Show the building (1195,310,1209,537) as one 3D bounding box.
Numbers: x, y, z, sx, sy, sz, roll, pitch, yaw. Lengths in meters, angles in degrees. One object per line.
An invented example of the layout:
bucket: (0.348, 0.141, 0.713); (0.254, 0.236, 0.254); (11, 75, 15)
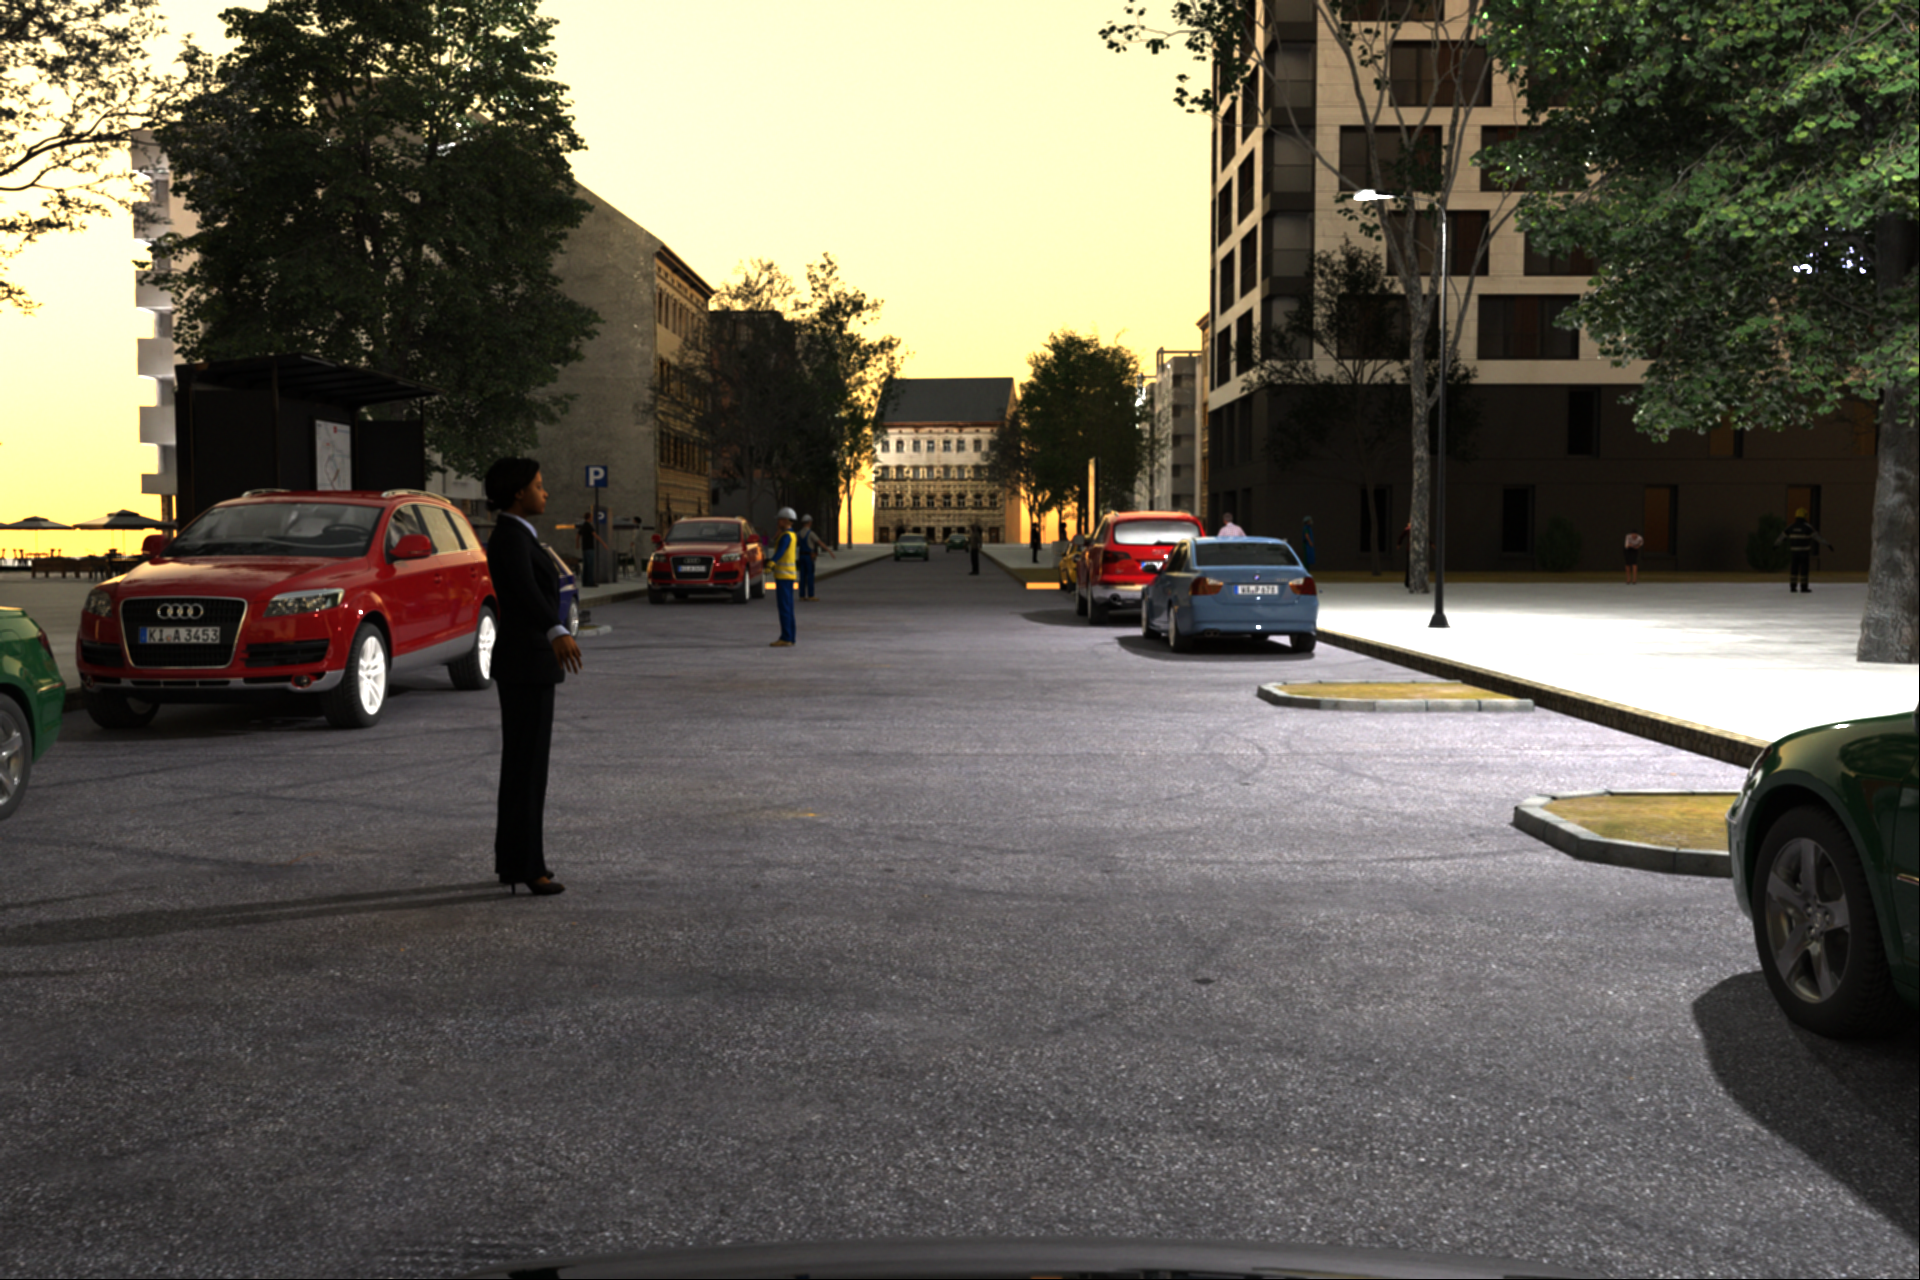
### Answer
building: (26.538, -17.383, 115.149); (19.493, 23.208, 18.063); (0, 4, 0)

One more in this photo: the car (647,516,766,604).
car: (-5.365, -1.742, 37.155); (2.281, 1.827, 5.304); (0, 4, 0)

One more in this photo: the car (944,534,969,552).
car: (-0.195, -7.630, 136.548); (2.131, 1.459, 4.920); (0, 4, 0)

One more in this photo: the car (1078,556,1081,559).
car: (3.544, -1.497, 37.056); (1.945, 1.354, 3.894); (0, 4, -1)

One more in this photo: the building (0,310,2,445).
building: (-31.836, -12.908, 30.124); (14.460, 24.649, 34.723); (0, 4, 0)

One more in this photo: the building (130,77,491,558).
building: (-28.229, -13.256, 73.149); (16.016, 20.090, 11.380); (0, 4, -1)

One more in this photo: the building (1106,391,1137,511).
building: (23.844, -22.357, 221.960); (16.016, 20.090, 11.380); (0, 4, -1)

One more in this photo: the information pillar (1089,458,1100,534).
information pillar: (4.190, -3.839, 54.084); (0.184, 3.620, 1.656); (0, 4, -2)

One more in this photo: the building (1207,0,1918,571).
building: (24.392, -14.138, 75.134); (27.936, 21.610, 32.646); (0, 3, 0)

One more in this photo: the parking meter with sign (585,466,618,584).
parking meter with sign: (-9.272, -2.984, 45.046); (0.543, 3.016, 1.738); (0, 4, -1)

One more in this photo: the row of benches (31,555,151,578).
row of benches: (-25.063, -2.148, 50.583); (4.104, 0.672, 1.422); (1, 4, 10)

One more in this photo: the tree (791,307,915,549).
tree: (-10.783, -17.790, 146.762); (12.611, 20.169, 13.585); (0, 3, 0)

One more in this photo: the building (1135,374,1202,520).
building: (25.783, -21.204, 203.105); (16.016, 20.090, 11.380); (0, 4, 0)

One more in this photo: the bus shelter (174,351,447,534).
bus shelter: (-9.294, -2.089, 25.440); (1.731, 3.624, 6.357); (0, 4, 0)

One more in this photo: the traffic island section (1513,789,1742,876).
traffic island section: (3.725, 0.899, 8.162); (1.991, 0.108, 1.994); (0, 4, -1)

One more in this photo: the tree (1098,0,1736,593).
tree: (9.268, -10.991, 35.594); (12.611, 20.169, 13.585); (0, 3, 0)

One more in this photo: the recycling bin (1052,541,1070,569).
recycling bin: (3.801, -3.181, 64.568); (0.722, 1.027, 0.722); (0, 4, 0)

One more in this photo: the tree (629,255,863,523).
tree: (-9.098, -10.106, 75.603); (12.009, 13.543, 11.850); (0, 3, 0)

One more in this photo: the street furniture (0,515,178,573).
street furniture: (-33.328, -3.389, 60.434); (27.439, 1.986, 14.083); (-1, 4, -9)

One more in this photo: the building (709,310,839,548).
building: (-27.199, -20.221, 174.594); (27.936, 21.610, 32.646); (0, 4, 0)

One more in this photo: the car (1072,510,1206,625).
car: (3.051, -1.237, 28.891); (2.281, 1.827, 5.304); (0, 4, 0)

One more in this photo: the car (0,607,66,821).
car: (-5.681, 0.278, 7.249); (2.131, 1.459, 4.920); (0, 3, 0)

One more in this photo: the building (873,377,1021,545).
building: (-1.504, -24.986, 241.902); (18.063, 23.208, 19.493); (1, 4, 8)

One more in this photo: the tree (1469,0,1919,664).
tree: (9.383, -6.757, 17.126); (9.857, 13.997, 8.962); (0, 3, 0)

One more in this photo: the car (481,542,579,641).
car: (-6.010, -0.567, 21.848); (1.945, 1.354, 3.894); (0, 4, 0)

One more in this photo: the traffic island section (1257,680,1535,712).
traffic island section: (3.630, 0.483, 14.965); (1.991, 0.108, 1.994); (0, 4, -1)

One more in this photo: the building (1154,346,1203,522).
building: (24.878, -19.489, 175.063); (16.016, 20.090, 11.380); (0, 4, 0)

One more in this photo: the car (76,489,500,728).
car: (-5.349, -0.354, 14.457); (2.281, 1.827, 5.304); (0, 3, 0)

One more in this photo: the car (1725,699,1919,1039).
car: (3.373, 0.503, 3.573); (2.131, 1.459, 4.920); (0, 4, -2)

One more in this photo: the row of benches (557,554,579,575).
row of benches: (-13.960, -2.352, 53.914); (4.104, 0.672, 1.422); (0, 4, 7)

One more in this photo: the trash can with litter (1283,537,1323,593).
trash can with litter: (7.073, -1.625, 37.634); (1.678, 1.210, 2.233); (0, 4, -1)

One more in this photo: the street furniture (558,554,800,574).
street furniture: (-10.215, -2.590, 57.971); (10.072, 0.657, 5.734); (0, 4, 0)

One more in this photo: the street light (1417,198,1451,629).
street light: (7.087, -3.116, 23.494); (1.470, 5.913, 1.316); (0, 3, 0)

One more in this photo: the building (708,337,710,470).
building: (-28.429, -17.874, 123.171); (19.493, 23.208, 18.063); (0, 3, 0)

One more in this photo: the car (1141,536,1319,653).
car: (3.403, -0.627, 22.251); (2.014, 1.417, 4.499); (0, 4, -1)

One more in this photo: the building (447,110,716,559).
building: (-24.993, -16.403, 99.121); (19.493, 23.208, 18.063); (0, 4, 1)

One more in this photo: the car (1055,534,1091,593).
car: (3.418, -2.023, 43.295); (2.015, 1.641, 3.980); (0, 4, -1)

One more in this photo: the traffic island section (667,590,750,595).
traffic island section: (-6.107, -1.149, 41.660); (1.991, 0.108, 1.994); (0, 4, -1)

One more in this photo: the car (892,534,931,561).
car: (-2.596, -4.971, 93.077); (2.131, 1.459, 4.920); (0, 4, -1)
